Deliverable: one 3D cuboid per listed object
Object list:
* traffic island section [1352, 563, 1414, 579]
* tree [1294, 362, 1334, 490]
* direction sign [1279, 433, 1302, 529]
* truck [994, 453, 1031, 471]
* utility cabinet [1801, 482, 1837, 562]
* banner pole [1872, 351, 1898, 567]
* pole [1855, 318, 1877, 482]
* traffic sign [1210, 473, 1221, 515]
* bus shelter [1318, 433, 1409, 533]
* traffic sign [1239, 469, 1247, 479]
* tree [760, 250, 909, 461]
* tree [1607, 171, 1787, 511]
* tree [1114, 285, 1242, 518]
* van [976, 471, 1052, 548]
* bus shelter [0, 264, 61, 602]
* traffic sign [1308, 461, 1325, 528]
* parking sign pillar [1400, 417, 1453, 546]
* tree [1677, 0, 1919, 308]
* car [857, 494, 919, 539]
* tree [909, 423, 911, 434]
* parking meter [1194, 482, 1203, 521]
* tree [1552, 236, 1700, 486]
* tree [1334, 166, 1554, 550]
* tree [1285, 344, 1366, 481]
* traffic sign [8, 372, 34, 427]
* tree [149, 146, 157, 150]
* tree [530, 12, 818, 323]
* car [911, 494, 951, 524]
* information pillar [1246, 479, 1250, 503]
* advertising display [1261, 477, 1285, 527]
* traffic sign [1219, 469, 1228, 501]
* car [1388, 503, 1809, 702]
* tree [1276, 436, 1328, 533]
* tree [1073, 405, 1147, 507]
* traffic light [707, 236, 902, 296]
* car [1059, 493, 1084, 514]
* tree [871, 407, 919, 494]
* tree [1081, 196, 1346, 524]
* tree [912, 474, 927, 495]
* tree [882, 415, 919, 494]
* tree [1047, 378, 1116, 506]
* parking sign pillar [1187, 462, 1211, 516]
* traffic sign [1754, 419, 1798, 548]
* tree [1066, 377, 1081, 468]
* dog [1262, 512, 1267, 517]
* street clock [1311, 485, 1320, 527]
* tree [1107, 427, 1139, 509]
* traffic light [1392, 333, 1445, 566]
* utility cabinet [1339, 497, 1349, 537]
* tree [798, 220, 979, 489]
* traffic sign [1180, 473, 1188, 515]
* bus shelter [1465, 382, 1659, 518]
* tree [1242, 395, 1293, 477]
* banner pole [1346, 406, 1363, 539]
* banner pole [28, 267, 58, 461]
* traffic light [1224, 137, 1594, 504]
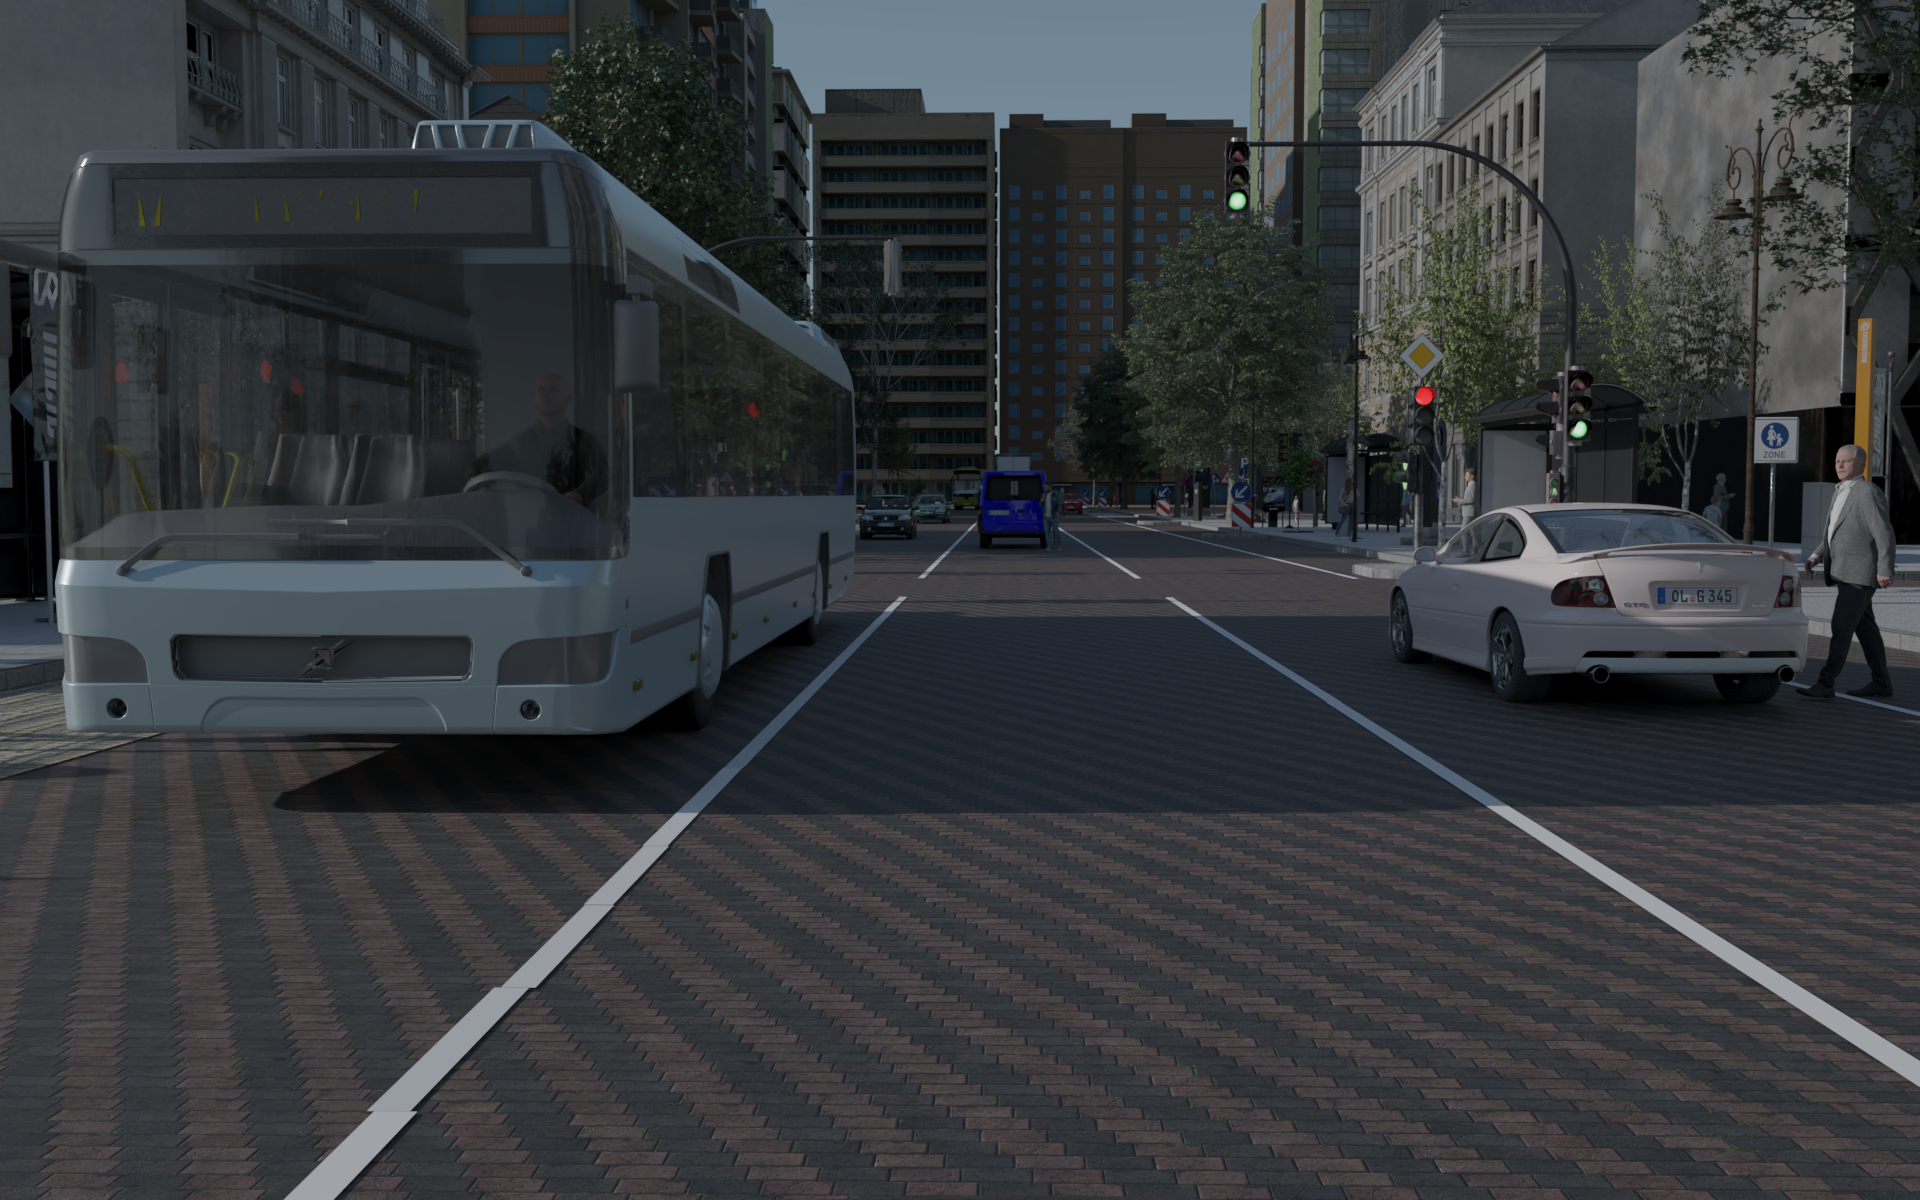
[{"bbox_3d":[8.086,-0.503,30.499,2.009,0.180,2.903,0,4,1],"label":"traffic island section"},{"bbox_3d":[20.516,-8.689,92.432,4.737,8.622,4.395,0,3,0],"label":"tree"},{"bbox_3d":[12.306,-4.439,64.571,0.876,3.537,0.379,0,4,-5],"label":"direction sign"},{"bbox_3d":[3.690,-8.325,125.027,2.839,4.237,11.283,0,3,0],"label":"truck"},{"bbox_3d":[16.146,-1.459,32.528,0.318,1.500,1.173,1,4,12],"label":"utility cabinet"},{"bbox_3d":[16.067,-2.458,30.202,0.863,3.779,0.401,-2,4,-33],"label":"banner pole"},{"bbox_3d":[10.560,-1.615,20.250,0.158,3.312,0.155,0,3,0],"label":"pole"},{"bbox_3d":[15.490,-6.443,105.452,0.768,2.556,0.104,0,4,3],"label":"traffic sign"},{"bbox_3d":[13.903,-4.036,59.911,2.014,3.302,5.546,0,4,1],"label":"bus shelter"},{"bbox_3d":[14.199,-5.380,88.061,0.768,2.556,0.104,1,4,8],"label":"traffic sign"},{"bbox_3d":[-7.527,-7.876,63.193,7.601,10.594,8.767,2,4,31],"label":"tree"},{"bbox_3d":[16.958,-5.500,40.281,4.360,8.622,3.978,0,3,0],"label":"tree"},{"bbox_3d":[12.047,-10.781,94.400,7.486,12.596,7.792,0,3,0],"label":"tree"},{"bbox_3d":[1.517,-2.632,47.410,2.240,2.365,5.245,0,4,2],"label":"van"},{"bbox_3d":[-10.590,-1.610,17.604,1.731,3.624,6.357,0,4,2],"label":"bus shelter"},{"bbox_3d":[13.465,-4.020,65.827,0.768,2.556,0.104,1,4,11],"label":"traffic sign"},{"bbox_3d":[11.871,-3.376,43.667,1.447,3.967,1.447,2,4,33],"label":"parking sign pillar"},{"bbox_3d":[10.580,-4.954,15.417,8.767,10.594,7.601,0,4,-1],"label":"tree"},{"bbox_3d":[-2.295,-2.822,55.919,2.009,1.686,4.222,0,4,1],"label":"car"},{"bbox_3d":[-6.769,-10.318,103.108,8.767,10.594,7.601,-2,4,-35],"label":"tree"},{"bbox_3d":[11.295,-4.678,82.193,0.255,1.863,0.399,-2,4,-32],"label":"parking meter"},{"bbox_3d":[18.778,-6.005,48.543,4.737,8.622,4.395,0,3,0],"label":"tree"},{"bbox_3d":[11.055,-5.462,39.661,4.737,8.622,4.395,0,3,0],"label":"tree"},{"bbox_3d":[18.102,-8.259,85.399,4.360,8.622,3.978,0,3,0],"label":"tree"},{"bbox_3d":[-8.833,-1.041,16.761,0.795,2.593,0.064,1,4,9],"label":"traffic sign"},{"bbox_3d":[-16.214,-5.286,36.788,4.360,8.622,3.978,0,3,0],"label":"tree"},{"bbox_3d":[-7.725,-7.621,41.615,9.611,12.733,9.660,0,3,0],"label":"tree"},{"bbox_3d":[-1.457,-4.504,85.444,2.131,1.459,4.920,0,4,2],"label":"car"},{"bbox_3d":[13.953,-4.893,84.494,0.304,2.012,0.304,1,4,21],"label":"information pillar"},{"bbox_3d":[12.065,-3.764,66.748,0.974,1.923,0.123,-1,4,-16],"label":"advertising display"},{"bbox_3d":[13.781,-5.454,89.172,0.884,2.594,0.081,1,4,10],"label":"traffic sign"},{"bbox_3d":[4.661,-0.057,13.297,2.083,1.381,4.827,0,4,0],"label":"car"},{"bbox_3d":[11.424,-3.860,57.709,1.663,3.219,1.824,0,3,0],"label":"tree"},{"bbox_3d":[14.993,-14.412,170.041,8.767,10.594,7.601,-2,4,-29],"label":"tree"},{"bbox_3d":[-3.418,-3.427,30.701,4.771,5.953,1.251,0,4,1],"label":"traffic light"},{"bbox_3d":[7.898,-7.077,124.753,2.155,1.783,4.494,0,4,2],"label":"car"},{"bbox_3d":[-5.504,-11.608,140.148,4.360,8.622,3.978,0,3,0],"label":"tree"},{"bbox_3d":[11.641,-10.243,74.129,9.857,13.997,8.962,0,3,0],"label":"tree"},{"bbox_3d":[-4.174,-10.792,171.047,1.663,3.219,1.824,0,3,0],"label":"tree"},{"bbox_3d":[-5.377,-12.450,153.924,4.737,8.622,4.395,0,3,0],"label":"tree"},{"bbox_3d":[14.188,-16.556,181.065,12.009,13.543,11.850,0,3,0],"label":"tree"},{"bbox_3d":[14.146,-6.967,102.386,1.447,3.967,1.447,1,4,8],"label":"parking sign pillar"},{"bbox_3d":[10.856,-1.286,23.155,0.606,2.300,0.079,0,4,5],"label":"traffic sign"},{"bbox_3d":[13.666,-14.453,142.962,9.857,13.997,8.962,0,3,0],"label":"tree"},{"bbox_3d":[17.096,-4.923,97.317,0.406,0.507,0.540,-1,4,-14],"label":"dog"},{"bbox_3d":[13.930,-3.867,67.793,0.358,2.002,0.471,1,4,15],"label":"street clock"},{"bbox_3d":[13.993,-12.349,152.271,4.737,8.622,4.395,0,3,0],"label":"tree"},{"bbox_3d":[8.046,-2.536,30.386,0.839,4.253,0.868,0,4,1],"label":"traffic light"},{"bbox_3d":[11.694,-2.535,52.611,0.306,1.237,1.020,1,4,18],"label":"utility cabinet"},{"bbox_3d":[-4.843,-16.007,117.597,12.611,20.169,13.585,0,3,0],"label":"tree"},{"bbox_3d":[13.556,-6.388,104.547,0.768,2.556,0.104,0,4,5],"label":"traffic sign"},{"bbox_3d":[11.698,-2.462,34.171,2.014,3.302,5.546,0,4,2],"label":"bus shelter"},{"bbox_3d":[18.267,-9.314,102.654,4.737,8.622,4.395,0,3,0],"label":"tree"},{"bbox_3d":[11.252,-3.645,49.614,0.401,3.779,0.863,-1,4,-17],"label":"banner pole"},{"bbox_3d":[-8.171,-1.586,15.950,0.863,3.779,0.401,0,4,8],"label":"banner pole"},{"bbox_3d":[5.746,-2.914,22.316,4.771,5.953,1.251,0,4,1],"label":"traffic light"}]
